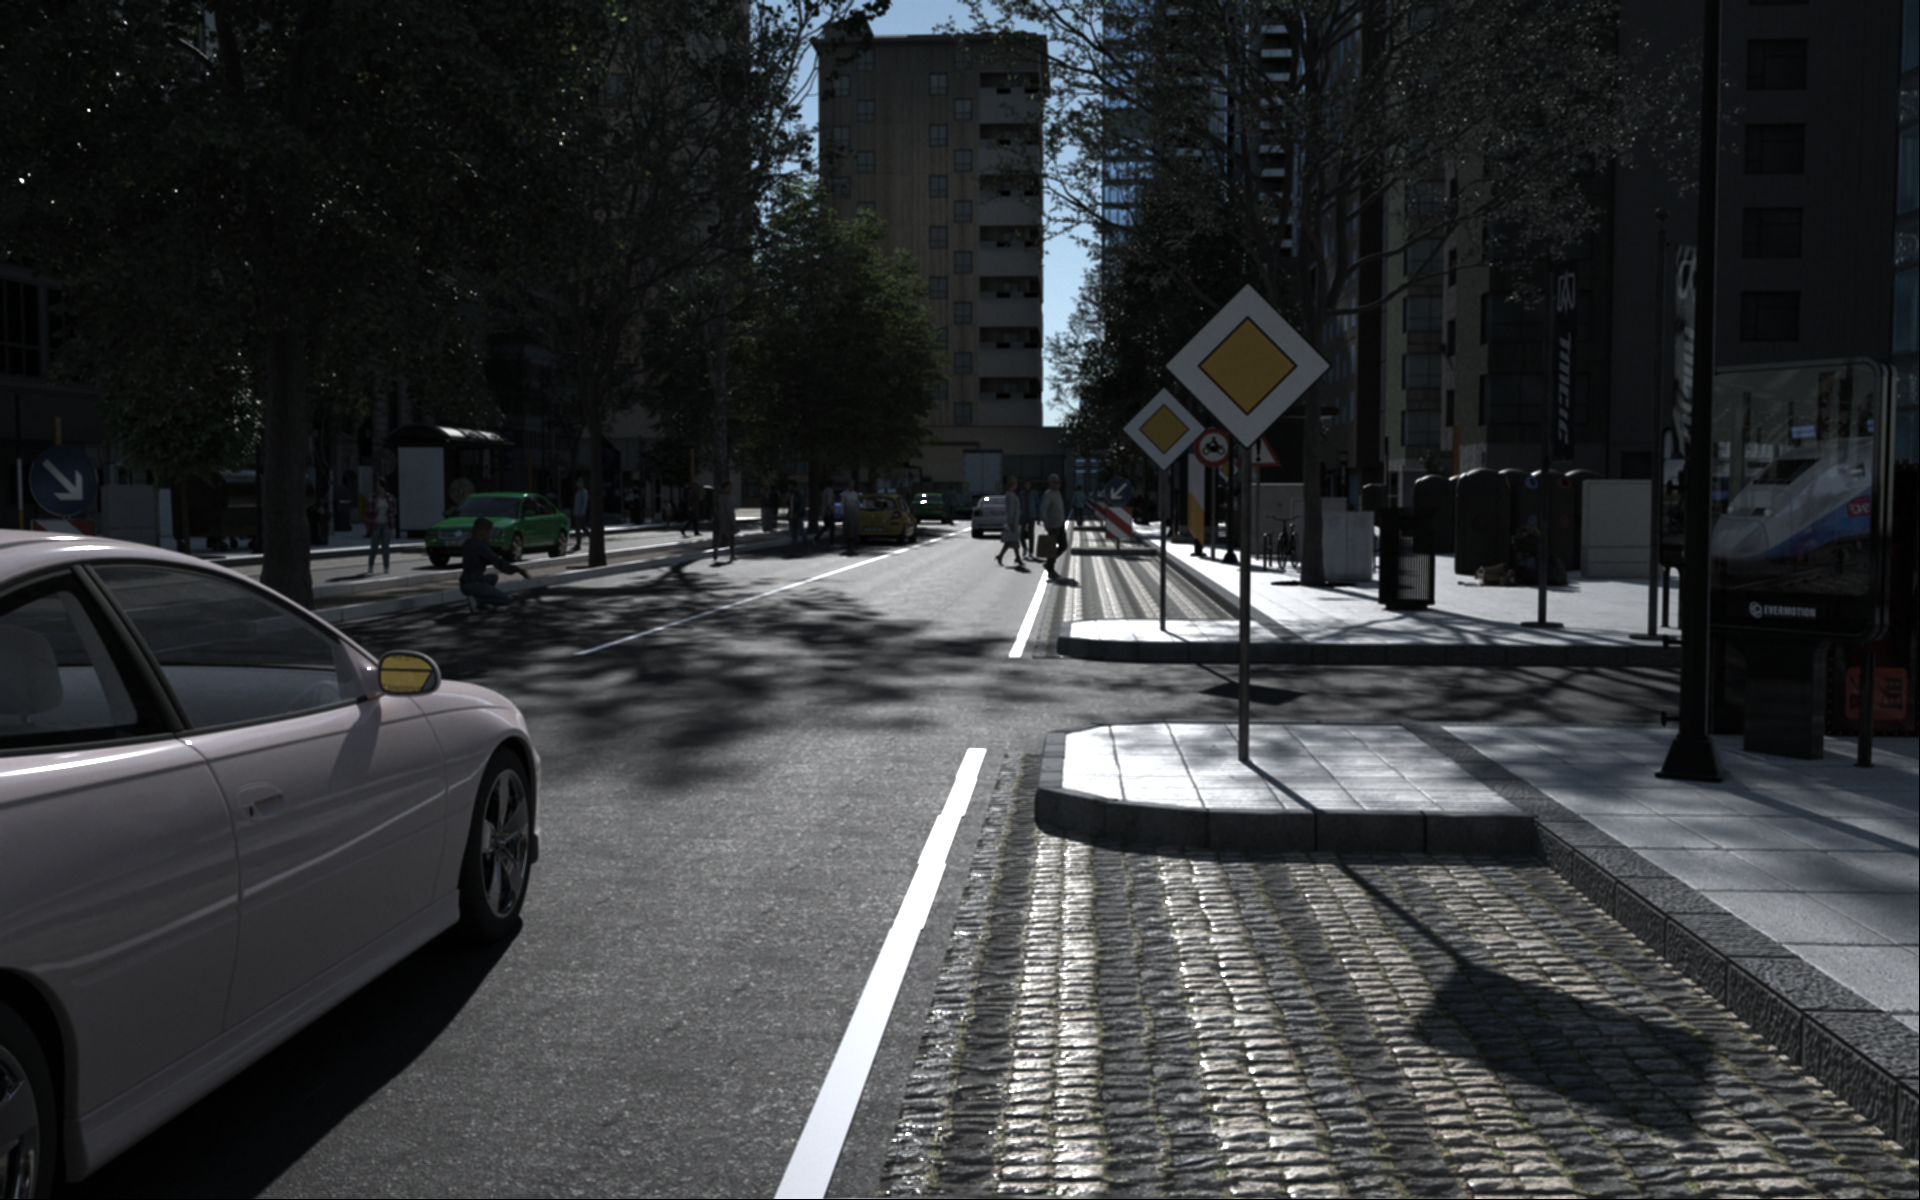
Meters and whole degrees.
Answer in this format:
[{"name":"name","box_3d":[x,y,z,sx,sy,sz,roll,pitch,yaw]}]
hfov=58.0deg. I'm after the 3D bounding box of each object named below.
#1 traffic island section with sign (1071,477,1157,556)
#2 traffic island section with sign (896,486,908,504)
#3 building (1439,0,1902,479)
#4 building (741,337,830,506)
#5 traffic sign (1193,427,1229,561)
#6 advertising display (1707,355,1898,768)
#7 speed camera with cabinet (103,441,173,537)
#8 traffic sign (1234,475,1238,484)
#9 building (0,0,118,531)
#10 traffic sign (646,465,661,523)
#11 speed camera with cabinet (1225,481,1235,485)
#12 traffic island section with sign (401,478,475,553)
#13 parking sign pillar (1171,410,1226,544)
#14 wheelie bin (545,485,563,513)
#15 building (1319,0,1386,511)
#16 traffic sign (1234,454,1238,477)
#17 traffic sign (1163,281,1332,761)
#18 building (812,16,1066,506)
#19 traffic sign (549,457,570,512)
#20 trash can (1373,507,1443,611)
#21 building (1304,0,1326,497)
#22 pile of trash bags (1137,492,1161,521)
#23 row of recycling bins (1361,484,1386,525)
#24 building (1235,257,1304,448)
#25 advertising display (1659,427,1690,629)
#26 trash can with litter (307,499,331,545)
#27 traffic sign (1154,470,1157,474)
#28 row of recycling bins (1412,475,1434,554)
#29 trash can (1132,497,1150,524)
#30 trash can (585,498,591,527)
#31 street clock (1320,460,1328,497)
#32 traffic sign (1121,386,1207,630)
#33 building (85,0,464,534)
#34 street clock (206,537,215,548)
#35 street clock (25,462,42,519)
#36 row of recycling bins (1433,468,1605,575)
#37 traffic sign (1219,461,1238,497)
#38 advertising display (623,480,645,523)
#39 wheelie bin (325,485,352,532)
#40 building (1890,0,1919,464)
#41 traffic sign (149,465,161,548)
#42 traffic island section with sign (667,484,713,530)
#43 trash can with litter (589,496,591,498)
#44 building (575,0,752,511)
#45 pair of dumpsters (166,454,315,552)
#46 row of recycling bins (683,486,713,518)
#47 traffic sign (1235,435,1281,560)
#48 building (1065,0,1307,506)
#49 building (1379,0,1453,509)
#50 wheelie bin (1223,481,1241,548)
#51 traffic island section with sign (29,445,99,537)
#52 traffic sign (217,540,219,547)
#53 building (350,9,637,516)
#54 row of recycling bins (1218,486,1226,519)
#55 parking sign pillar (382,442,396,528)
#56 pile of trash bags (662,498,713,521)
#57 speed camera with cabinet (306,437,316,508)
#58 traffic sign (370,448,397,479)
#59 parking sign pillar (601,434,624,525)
[{"name":"traffic island section with sign","box_3d":[3.615,-1.972,40.863,1.989,1.847,2.006,0,4,4]},{"name":"traffic island section with sign","box_3d":[-3.142,-5.107,91.639,2.006,1.907,1.989,0,4,4]},{"name":"building","box_3d":[23.779,-17.588,59.264,14.160,30.474,14.107,0,4,4]},{"name":"building","box_3d":[-29.555,-21.859,202.431,28.899,21.520,27.650,0,4,4]},{"name":"traffic sign","box_3d":[4.838,-2.015,33.057,0.768,2.556,0.104,1,4,12]},{"name":"advertising display","box_3d":[4.047,-0.199,8.463,0.123,1.923,0.974,-2,4,-30]},{"name":"speed camera with cabinet","box_3d":[-24.148,-3.476,51.168,0.660,3.252,2.038,3,5,43]},{"name":"traffic sign","box_3d":[11.246,-4.317,70.587,0.884,2.594,0.081,1,4,10]},{"name":"building","box_3d":[-33.206,-15.146,41.148,14.314,27.812,24.014,0,4,4]},{"name":"traffic sign","box_3d":[-13.627,-4.682,76.656,0.768,2.556,0.104,1,4,10]},{"name":"speed camera with cabinet","box_3d":[14.882,-5.876,90.408,2.038,3.252,0.660,1,4,17]},{"name":"traffic island section with sign","box_3d":[-12.377,-2.071,42.496,1.989,1.847,2.006,0,4,4]},{"name":"parking sign pillar","box_3d":[6.210,-3.457,44.988,1.447,3.967,1.447,-1,4,-23]},{"name":"wheelie bin","box_3d":[-14.996,-3.413,63.715,0.693,1.594,0.980,-2,4,-27]},{"name":"building","box_3d":[28.247,-27.312,96.666,14.600,45.320,14.200,0,4,4]},{"name":"traffic sign","box_3d":[8.335,-3.270,53.567,0.768,2.556,0.104,0,4,5]},{"name":"traffic sign","box_3d":[1.362,-0.284,8.280,0.795,2.450,0.064,0,4,4]},{"name":"building","box_3d":[-1.398,-37.352,199.935,27.495,52.752,28.713,0,4,4]},{"name":"traffic sign","box_3d":[-13.891,-3.664,60.018,0.768,2.556,0.104,1,4,9]},{"name":"trash can","box_3d":[4.974,-0.466,19.265,0.748,1.137,0.748,0,3,0]},{"name":"building","box_3d":[32.323,-41.326,113.925,20.563,71.187,20.611,0,4,4]},{"name":"pile of trash bags","box_3d":[9.441,-4.474,82.907,1.912,1.369,3.447,-2,4,-24]},{"name":"row of recycling bins","box_3d":[17.510,-4.008,72.650,1.069,1.692,3.534,1,4,21]},{"name":"building","box_3d":[37.464,-18.032,139.857,27.650,21.520,28.899,0,4,4]},{"name":"advertising display","box_3d":[6.932,-0.676,16.260,0.123,1.923,0.974,-1,4,-17]},{"name":"trash can with litter","box_3d":[-16.292,-1.952,43.298,1.055,1.170,0.624,0,4,5]},{"name":"traffic sign","box_3d":[10.299,-5.508,90.163,0.768,2.556,0.104,1,4,12]},{"name":"row of recycling bins","box_3d":[11.350,-1.912,38.367,3.534,1.692,1.069,-3,4,-38]},{"name":"trash can","box_3d":[7.637,-3.764,73.202,0.748,1.137,0.748,0,3,0]},{"name":"trash can","box_3d":[-14.239,-3.395,67.167,0.748,1.137,0.748,0,3,0]},{"name":"street clock","box_3d":[7.542,-1.973,36.821,0.358,2.002,0.471,-2,4,-25]},{"name":"traffic sign","box_3d":[1.906,-0.771,16.246,0.795,2.450,0.064,0,4,4]},{"name":"building","box_3d":[-31.620,-15.378,70.517,14.460,24.649,34.723,0,4,4]},{"name":"street clock","box_3d":[-17.799,-2.237,41.144,0.358,2.002,0.471,-3,5,-40]},{"name":"street clock","box_3d":[-20.726,-2.098,38.870,0.471,2.002,0.358,2,4,32]},{"name":"row of recycling bins","box_3d":[9.419,-1.315,28.621,3.534,1.692,1.069,-3,4,-37]},{"name":"traffic sign","box_3d":[8.227,-3.193,53.388,0.795,2.450,0.064,1,4,10]},{"name":"advertising display","box_3d":[-14.630,-4.439,77.798,0.974,1.923,0.123,0,4,2]},{"name":"wheelie bin","box_3d":[-21.337,-3.148,59.381,0.693,1.594,0.980,2,4,29]},{"name":"building","box_3d":[66.832,-31.823,139.915,30.456,49.044,23.786,0,4,4]},{"name":"traffic sign","box_3d":[-16.955,-2.229,36.548,0.768,2.556,0.104,1,4,13]},{"name":"traffic island section with sign","box_3d":[-10.548,-3.716,69.389,1.989,1.847,2.006,0,4,4]},{"name":"trash can with litter","box_3d":[-19.689,-4.926,91.600,1.678,1.210,2.233,1,4,14]},{"name":"building","box_3d":[-32.664,-33.932,144.029,27.495,52.752,28.713,0,4,4]},{"name":"pair of dumpsters","box_3d":[-16.622,-2.300,40.103,1.574,2.255,4.437,0,4,4]},{"name":"row of recycling bins","box_3d":[-13.711,-5.159,91.470,1.069,1.692,3.534,1,4,11]},{"name":"traffic sign","box_3d":[5.803,-2.062,33.711,0.884,2.594,0.081,1,4,12]},{"name":"building","box_3d":[27.548,-53.873,193.498,31.000,86.520,22.319,0,4,4]},{"name":"building","box_3d":[27.274,-24.387,82.327,14.154,41.232,14.086,0,4,4]},{"name":"wheelie bin","box_3d":[6.655,-2.044,41.329,0.693,1.594,0.980,0,4,2]},{"name":"traffic island section with sign","box_3d":[-8.248,-0.522,16.674,2.006,1.907,1.989,0,4,4]},{"name":"traffic sign","box_3d":[-17.966,-2.558,41.927,0.768,2.556,0.104,0,4,5]},{"name":"building","box_3d":[-37.182,-25.321,105.887,32.217,40.220,23.993,0,4,4]},{"name":"row of recycling bins","box_3d":[12.882,-4.712,84.151,1.069,1.692,3.534,-3,5,-42]},{"name":"parking sign pillar","box_3d":[-21.192,-4.720,65.640,1.447,3.967,1.447,-1,4,-17]},{"name":"pile of trash bags","box_3d":[-12.902,-4.608,85.101,1.912,1.369,3.447,3,4,38]},{"name":"speed camera with cabinet","box_3d":[-22.856,-4.028,60.198,0.660,3.252,2.038,-2,4,-29]},{"name":"traffic sign","box_3d":[-16.018,-2.936,48.104,0.768,2.556,0.104,0,4,6]},{"name":"parking sign pillar","box_3d":[-14.971,-5.191,73.348,1.447,3.967,1.447,2,4,35]}]
